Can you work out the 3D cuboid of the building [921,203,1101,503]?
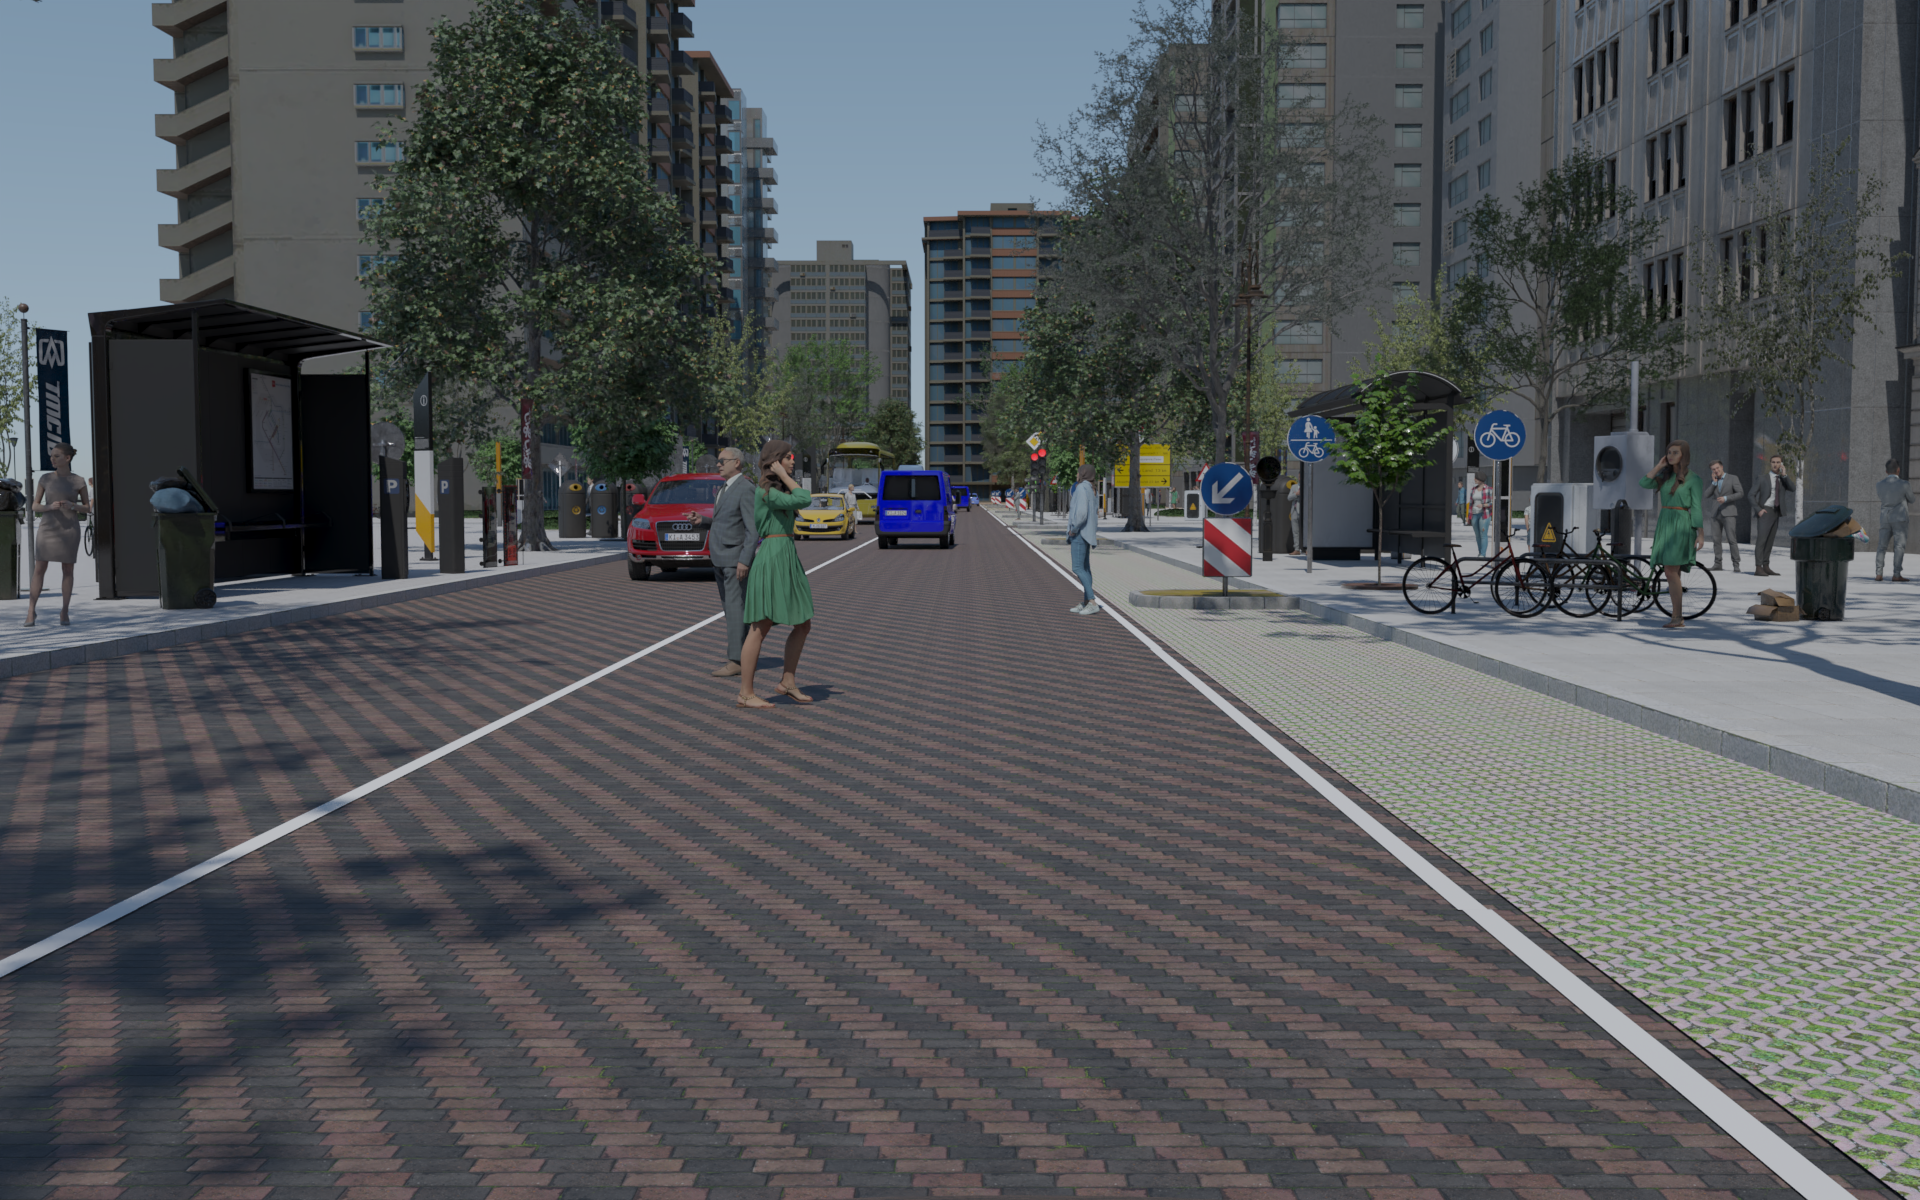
[{"bbox_3d":[7.156,-37.218,263.136,28.867,44.769,22.147,0,4,0],"label":"building"}]

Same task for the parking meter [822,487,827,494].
[{"bbox_3d":[-10.860,-8.135,138.715,0.399,1.863,0.255,3,4,37],"label":"parking meter"}]

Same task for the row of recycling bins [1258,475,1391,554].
[{"bbox_3d":[8.230,-1.862,37.559,3.534,1.692,1.069,0,4,-5],"label":"row of recycling bins"}]

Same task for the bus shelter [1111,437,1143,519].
[{"bbox_3d":[9.238,-7.149,94.520,2.179,5.291,8.768,0,4,0],"label":"bus shelter"}]

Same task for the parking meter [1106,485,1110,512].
[{"bbox_3d":[9.613,-6.565,113.051,0.255,1.863,0.399,1,4,10],"label":"parking meter"}]

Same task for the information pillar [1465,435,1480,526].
[{"bbox_3d":[20.463,-4.758,69.143,0.504,3.616,0.183,0,4,-4],"label":"information pillar"}]

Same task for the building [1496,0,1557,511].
[{"bbox_3d":[36.538,-25.453,99.749,14.086,41.232,14.154,0,4,0],"label":"building"}]

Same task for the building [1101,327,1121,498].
[{"bbox_3d":[33.711,-35.251,268.237,23.993,40.220,32.217,0,4,0],"label":"building"}]

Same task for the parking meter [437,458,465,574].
[{"bbox_3d":[-8.210,-1.359,27.936,0.399,1.863,0.255,3,4,36],"label":"parking meter"}]

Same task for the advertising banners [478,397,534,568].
[{"bbox_3d":[-8.040,-2.120,30.850,0.090,3.025,2.074,1,4,13],"label":"advertising banners"}]

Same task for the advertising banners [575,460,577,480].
[{"bbox_3d":[-15.194,-4.434,68.687,0.090,3.025,2.074,-1,4,-12],"label":"advertising banners"}]

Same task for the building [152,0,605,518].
[{"bbox_3d":[-34.081,-29.308,102.889,21.300,48.544,21.600,0,4,0],"label":"building"}]

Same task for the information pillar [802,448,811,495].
[{"bbox_3d":[-7.892,-5.979,89.109,0.504,3.616,0.183,-3,5,-40],"label":"information pillar"}]

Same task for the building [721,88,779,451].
[{"bbox_3d":[-37.106,-35.757,204.239,30.456,49.044,23.786,0,4,0],"label":"building"}]

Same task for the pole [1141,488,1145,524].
[{"bbox_3d":[7.636,-4.798,72.296,0.158,3.312,0.155,0,3,0],"label":"pole"}]

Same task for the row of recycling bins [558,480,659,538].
[{"bbox_3d":[-9.975,-2.656,50.538,3.534,1.692,1.069,0,4,2],"label":"row of recycling bins"}]

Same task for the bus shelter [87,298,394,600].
[{"bbox_3d":[-9.673,-1.998,23.954,1.731,3.624,6.357,0,4,0],"label":"bus shelter"}]

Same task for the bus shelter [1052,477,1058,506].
[{"bbox_3d":[8.860,-10.438,148.295,2.179,5.291,8.768,0,4,0],"label":"bus shelter"}]

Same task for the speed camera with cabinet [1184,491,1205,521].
[{"bbox_3d":[11.800,-5.421,82.972,2.038,3.252,0.660,2,4,30],"label":"speed camera with cabinet"}]

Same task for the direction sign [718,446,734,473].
[{"bbox_3d":[-10.898,-5.453,81.161,0.876,3.537,0.379,0,4,2],"label":"direction sign"}]

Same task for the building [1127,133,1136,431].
[{"bbox_3d":[31.340,-35.580,205.437,21.300,48.544,21.600,0,4,0],"label":"building"}]

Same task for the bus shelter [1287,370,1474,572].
[{"bbox_3d":[7.351,-2.266,30.966,2.014,3.302,5.546,0,4,0],"label":"bus shelter"}]

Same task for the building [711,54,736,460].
[{"bbox_3d":[-34.030,-31.477,169.266,22.147,44.769,28.867,0,4,0],"label":"building"}]

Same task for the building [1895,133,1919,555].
[{"bbox_3d":[25.007,-9.987,27.917,10.561,19.102,19.286,0,4,0],"label":"building"}]

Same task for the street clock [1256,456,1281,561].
[{"bbox_3d":[5.873,-1.740,33.015,0.471,2.002,0.358,0,4,7],"label":"street clock"}]

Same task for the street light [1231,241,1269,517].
[{"bbox_3d":[5.311,-3.616,31.914,0.468,5.910,1.993,0,4,0],"label":"street light"}]

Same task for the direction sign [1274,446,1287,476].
[{"bbox_3d":[14.958,-5.481,81.614,0.379,3.537,0.876,2,4,30],"label":"direction sign"}]

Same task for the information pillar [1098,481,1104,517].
[{"bbox_3d":[7.842,-5.586,95.827,0.304,2.012,0.304,1,4,18],"label":"information pillar"}]

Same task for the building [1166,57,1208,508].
[{"bbox_3d":[26.715,-29.510,166.088,14.154,41.232,14.086,0,4,0],"label":"building"}]

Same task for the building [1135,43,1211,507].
[{"bbox_3d":[30.575,-34.262,183.880,21.300,48.544,21.600,0,4,0],"label":"building"}]

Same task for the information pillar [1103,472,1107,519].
[{"bbox_3d":[7.357,-5.902,87.860,0.183,3.616,0.504,1,4,12],"label":"information pillar"}]

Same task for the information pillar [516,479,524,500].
[{"bbox_3d":[-20.819,-4.744,82.060,0.304,2.012,0.304,-2,4,-34],"label":"information pillar"}]

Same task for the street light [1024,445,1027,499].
[{"bbox_3d":[5.765,-11.110,154.441,0.468,5.910,1.993,0,4,0],"label":"street light"}]

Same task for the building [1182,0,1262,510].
[{"bbox_3d":[30.126,-43.108,143.060,20.563,71.187,20.611,0,4,0],"label":"building"}]

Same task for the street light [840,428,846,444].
[{"bbox_3d":[-7.966,-8.902,118.330,0.468,5.910,1.993,0,4,0],"label":"street light"}]

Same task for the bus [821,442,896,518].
[{"bbox_3d":[-4.786,-5.740,85.392,2.896,3.916,12.252,0,4,1],"label":"bus"}]

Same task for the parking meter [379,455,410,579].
[{"bbox_3d":[-8.520,-1.248,26.120,0.399,1.863,0.255,0,4,-5],"label":"parking meter"}]

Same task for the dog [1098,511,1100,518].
[{"bbox_3d":[7.301,-4.527,91.752,0.550,0.427,0.748,1,4,13],"label":"dog"}]

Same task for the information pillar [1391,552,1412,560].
[{"bbox_3d":[8.668,-1.804,33.980,0.304,2.012,0.304,-3,5,-44],"label":"information pillar"}]

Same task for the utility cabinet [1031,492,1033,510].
[{"bbox_3d":[5.999,-7.733,135.106,0.318,1.500,1.173,-2,4,-32],"label":"utility cabinet"}]

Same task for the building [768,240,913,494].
[{"bbox_3d":[-19.431,-35.246,268.152,23.993,40.220,32.217,0,4,0],"label":"building"}]

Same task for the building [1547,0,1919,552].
[{"bbox_3d":[25.590,-14.024,47.313,12.078,24.808,19.932,0,4,0],"label":"building"}]

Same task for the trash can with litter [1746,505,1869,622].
[{"bbox_3d":[8.568,-0.376,17.527,1.055,1.170,0.624,-1,4,-18],"label":"trash can with litter"}]

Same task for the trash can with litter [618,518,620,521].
[{"bbox_3d":[-16.055,-4.408,83.121,1.678,1.210,2.233,2,4,25],"label":"trash can with litter"}]

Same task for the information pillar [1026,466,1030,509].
[{"bbox_3d":[5.731,-9.443,145.752,0.183,3.616,0.504,2,4,25],"label":"information pillar"}]

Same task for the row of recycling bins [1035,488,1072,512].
[{"bbox_3d":[7.079,-7.230,125.326,3.534,1.692,1.069,1,4,13],"label":"row of recycling bins"}]

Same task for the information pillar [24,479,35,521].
[{"bbox_3d":[-44.199,-4.758,82.293,0.304,2.012,0.304,2,4,32],"label":"information pillar"}]

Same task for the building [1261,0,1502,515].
[{"bbox_3d":[27.500,-26.611,118.684,14.154,41.232,14.086,0,4,0],"label":"building"}]

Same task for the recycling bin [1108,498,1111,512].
[{"bbox_3d":[9.984,-6.047,111.422,0.722,1.027,0.722,-2,4,-27],"label":"recycling bin"}]

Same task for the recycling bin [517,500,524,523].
[{"bbox_3d":[-17.801,-3.531,70.288,0.722,1.027,0.722,-1,4,-10],"label":"recycling bin"}]

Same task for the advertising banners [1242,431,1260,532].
[{"bbox_3d":[8.772,-3.164,47.922,2.074,3.025,0.090,2,4,28],"label":"advertising banners"}]

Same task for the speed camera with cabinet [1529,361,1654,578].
[{"bbox_3d":[9.634,-1.966,26.487,0.660,3.252,2.038,-1,4,-23],"label":"speed camera with cabinet"}]

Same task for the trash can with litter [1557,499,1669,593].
[{"bbox_3d":[8.684,-0.748,23.291,1.678,1.210,2.233,2,4,34],"label":"trash can with litter"}]

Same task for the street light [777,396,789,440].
[{"bbox_3d":[-8.148,-6.553,79.928,0.468,5.910,1.993,0,4,0],"label":"street light"}]

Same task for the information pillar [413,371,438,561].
[{"bbox_3d":[-10.276,-2.561,33.232,0.504,3.616,0.183,3,4,36],"label":"information pillar"}]

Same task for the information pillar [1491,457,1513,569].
[{"bbox_3d":[9.301,-1.542,29.710,0.304,2.012,0.304,1,4,22],"label":"information pillar"}]

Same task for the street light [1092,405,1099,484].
[{"bbox_3d":[5.406,-5.965,70.316,0.468,5.910,1.993,0,4,0],"label":"street light"}]
